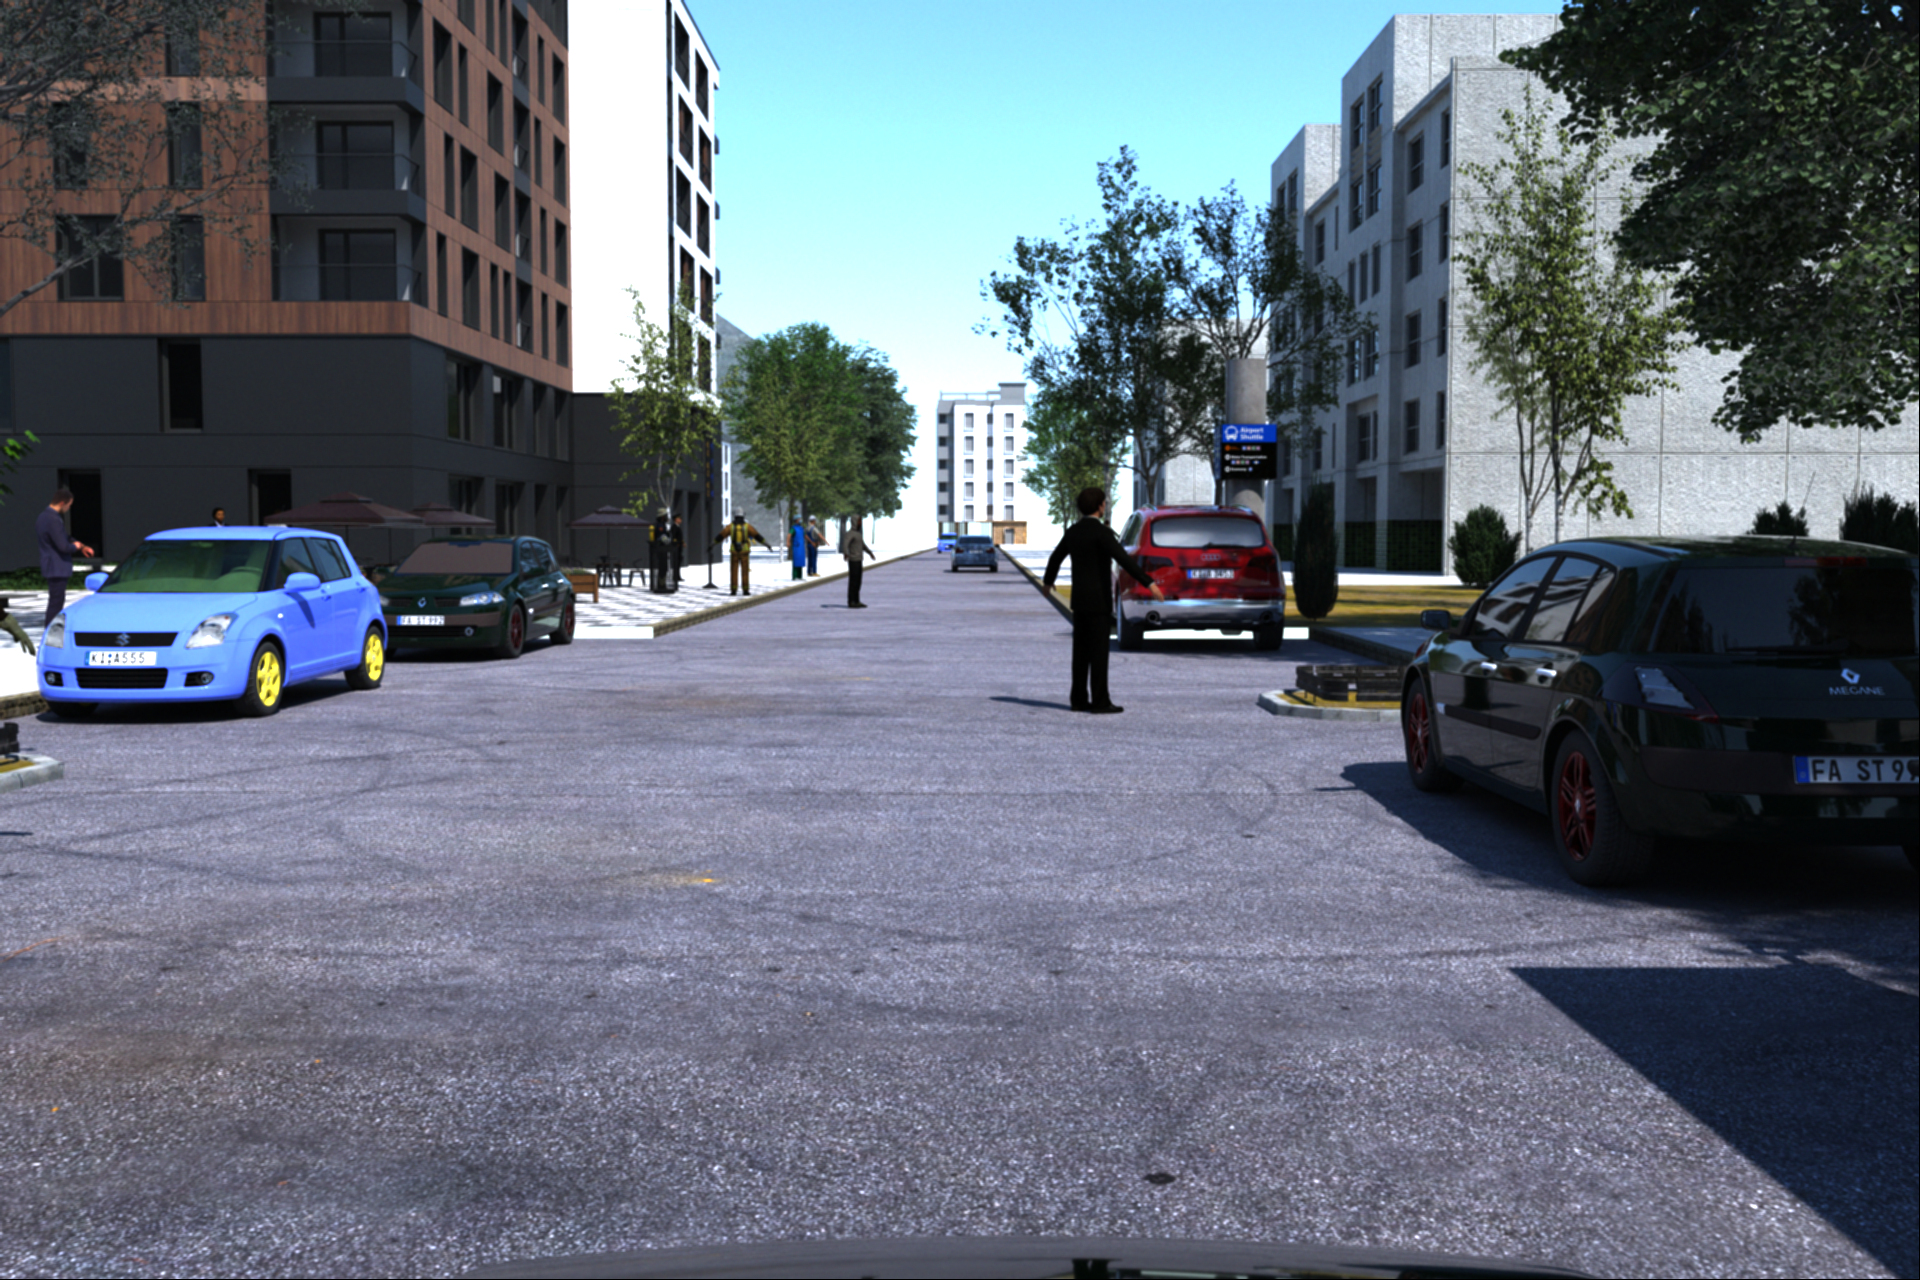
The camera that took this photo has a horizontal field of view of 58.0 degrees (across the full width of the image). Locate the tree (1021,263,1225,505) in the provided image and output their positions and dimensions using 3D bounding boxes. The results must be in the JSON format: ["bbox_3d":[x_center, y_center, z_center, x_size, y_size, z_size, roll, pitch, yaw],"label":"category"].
[{"bbox_3d":[6.592,-7.648,59.453,8.767,10.594,7.601,-2,4,-31],"label":"tree"}]

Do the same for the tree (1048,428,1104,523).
[{"bbox_3d":[8.114,-10.215,117.371,4.737,8.622,4.395,0,3,0],"label":"tree"}]

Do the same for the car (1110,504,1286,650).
[{"bbox_3d":[2.991,-0.876,22.993,2.281,1.827,5.304,0,4,1],"label":"car"}]

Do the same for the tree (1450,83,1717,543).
[{"bbox_3d":[10.204,-4.787,28.628,4.737,8.622,4.395,0,3,0],"label":"tree"}]

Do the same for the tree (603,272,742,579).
[{"bbox_3d":[-8.338,-6.057,49.392,4.737,8.622,4.395,0,3,0],"label":"tree"}]

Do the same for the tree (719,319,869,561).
[{"bbox_3d":[-7.988,-9.630,83.213,9.928,11.665,9.643,0,3,0],"label":"tree"}]

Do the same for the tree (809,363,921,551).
[{"bbox_3d":[-7.619,-13.598,128.986,9.857,13.997,8.962,0,3,0],"label":"tree"}]

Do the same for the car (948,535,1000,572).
[{"bbox_3d":[0.546,-3.318,66.244,2.014,1.417,4.499,0,4,0],"label":"car"}]

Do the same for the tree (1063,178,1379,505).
[{"bbox_3d":[6.797,-6.851,46.419,8.767,10.594,7.601,1,4,11],"label":"tree"}]

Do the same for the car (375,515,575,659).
[{"bbox_3d":[-5.923,-0.693,21.123,2.009,1.686,4.222,0,4,1],"label":"car"}]

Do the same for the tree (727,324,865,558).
[{"bbox_3d":[-8.847,-10.750,93.884,7.486,12.596,7.792,0,3,0],"label":"tree"}]

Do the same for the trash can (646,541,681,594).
[{"bbox_3d":[-6.365,-1.564,37.221,0.748,1.137,0.748,0,3,0],"label":"trash can"}]

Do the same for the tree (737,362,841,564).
[{"bbox_3d":[-7.522,-7.626,75.051,4.737,8.622,4.395,0,3,0],"label":"tree"}]

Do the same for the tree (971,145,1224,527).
[{"bbox_3d":[6.941,-14.146,87.169,12.611,20.169,13.585,0,3,0],"label":"tree"}]

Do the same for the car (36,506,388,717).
[{"bbox_3d":[-6.237,-0.312,14.689,1.945,1.707,3.694,0,4,1],"label":"car"}]

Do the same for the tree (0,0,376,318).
[{"bbox_3d":[-11.433,-6.595,18.199,12.009,13.543,11.850,0,3,0],"label":"tree"}]

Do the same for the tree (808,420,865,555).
[{"bbox_3d":[-7.425,-9.473,105.242,4.360,8.622,3.978,0,3,0],"label":"tree"}]

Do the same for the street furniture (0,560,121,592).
[{"bbox_3d":[-24.039,-1.492,40.026,10.072,0.657,5.734,0,4,-8],"label":"street furniture"}]

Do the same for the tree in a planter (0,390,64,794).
[{"bbox_3d":[-6.271,-0.759,9.625,1.991,3.239,1.994,0,4,1],"label":"tree in a planter"}]

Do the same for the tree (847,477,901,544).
[{"bbox_3d":[-10.544,-17.223,216.005,7.601,10.594,8.767,0,4,-8],"label":"tree"}]

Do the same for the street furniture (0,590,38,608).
[{"bbox_3d":[-19.390,-1.310,28.280,9.812,1.723,11.010,1,4,22],"label":"street furniture"}]

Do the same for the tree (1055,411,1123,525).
[{"bbox_3d":[7.801,-9.201,100.800,4.737,8.622,4.395,0,3,0],"label":"tree"}]

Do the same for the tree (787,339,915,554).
[{"bbox_3d":[-7.821,-12.700,114.301,9.857,13.997,8.962,0,3,0],"label":"tree"}]

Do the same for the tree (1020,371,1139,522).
[{"bbox_3d":[7.534,-11.206,108.975,9.928,11.665,9.643,0,3,0],"label":"tree"}]

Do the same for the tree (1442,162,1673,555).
[{"bbox_3d":[11.397,-5.172,34.921,4.360,8.622,3.978,0,3,0],"label":"tree"}]

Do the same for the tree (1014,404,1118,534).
[{"bbox_3d":[7.737,-12.188,125.028,9.928,11.665,9.643,0,3,0],"label":"tree"}]

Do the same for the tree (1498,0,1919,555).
[{"bbox_3d":[9.660,-6.727,16.637,9.857,13.997,8.962,0,3,0],"label":"tree"}]

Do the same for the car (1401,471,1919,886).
[{"bbox_3d":[3.379,0.083,8.426,2.009,1.686,4.222,0,4,1],"label":"car"}]

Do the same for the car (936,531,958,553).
[{"bbox_3d":[-0.813,-7.366,130.019,1.945,1.707,3.694,0,4,1],"label":"car"}]

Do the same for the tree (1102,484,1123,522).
[{"bbox_3d":[18.029,-16.134,214.159,4.737,8.622,4.395,0,3,0],"label":"tree"}]

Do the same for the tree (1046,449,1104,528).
[{"bbox_3d":[14.741,-18.491,220.447,7.486,12.596,7.792,0,3,0],"label":"tree"}]
